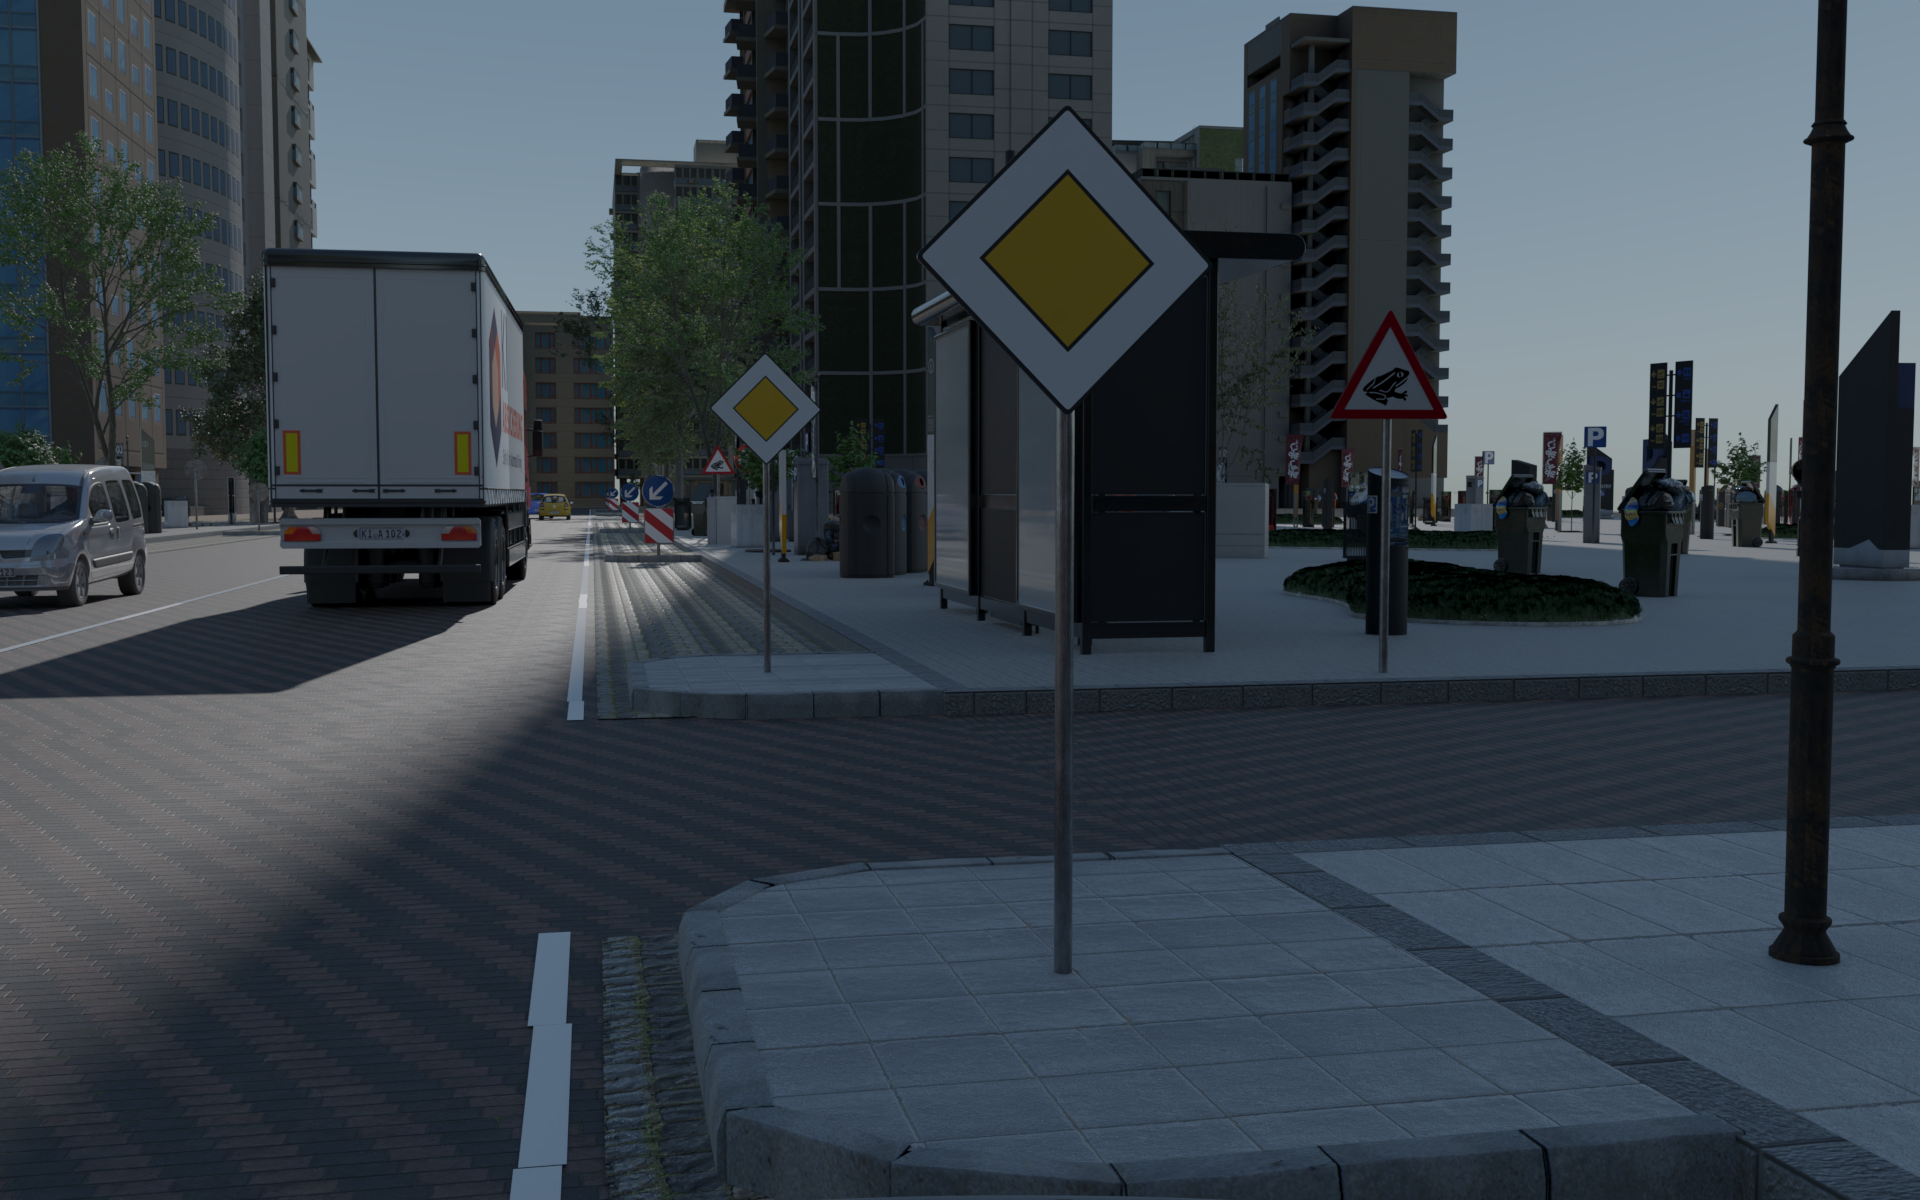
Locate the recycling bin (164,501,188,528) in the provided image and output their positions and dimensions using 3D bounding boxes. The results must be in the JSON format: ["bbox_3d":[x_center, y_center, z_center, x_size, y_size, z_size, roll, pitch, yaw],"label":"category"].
[{"bbox_3d":[-29.734,-3.250,65.695,0.722,1.027,0.722,-2,4,-34],"label":"recycling bin"}]

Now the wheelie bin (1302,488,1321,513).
[{"bbox_3d":[18.980,-5.239,93.567,0.980,1.594,0.693,0,4,7],"label":"wheelie bin"}]

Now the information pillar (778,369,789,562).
[{"bbox_3d":[-3.351,-2.529,32.698,0.183,3.616,0.504,-1,4,-12],"label":"information pillar"}]

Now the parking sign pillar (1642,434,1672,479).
[{"bbox_3d":[24.443,-4.421,60.756,1.447,3.967,1.447,0,4,-6],"label":"parking sign pillar"}]

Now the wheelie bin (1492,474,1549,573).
[{"bbox_3d":[9.099,-1.231,28.041,0.980,1.594,0.693,-3,5,-41],"label":"wheelie bin"}]

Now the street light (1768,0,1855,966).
[{"bbox_3d":[2.336,-1.947,4.615,0.468,5.910,1.993,-1,4,-12],"label":"street light"}]

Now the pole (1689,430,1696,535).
[{"bbox_3d":[23.195,-3.731,54.843,0.158,3.312,0.155,0,3,0],"label":"pole"}]

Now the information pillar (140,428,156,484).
[{"bbox_3d":[-28.970,-4.308,61.790,0.183,3.616,0.504,3,4,38],"label":"information pillar"}]

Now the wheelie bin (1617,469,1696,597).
[{"bbox_3d":[8.723,-0.848,21.769,0.693,1.594,0.980,3,5,43],"label":"wheelie bin"}]

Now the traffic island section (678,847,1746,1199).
[{"bbox_3d":[0.295,1.077,4.667,2.009,0.180,2.903,-1,4,-12],"label":"traffic island section"}]

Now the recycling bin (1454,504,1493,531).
[{"bbox_3d":[13.379,-1.994,45.154,0.722,1.027,0.722,-1,4,-18],"label":"recycling bin"}]

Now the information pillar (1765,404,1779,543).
[{"bbox_3d":[21.070,-3.278,44.952,0.504,3.616,0.183,-3,5,-44],"label":"information pillar"}]

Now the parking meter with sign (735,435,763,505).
[{"bbox_3d":[-5.146,-3.078,46.583,1.738,3.016,0.543,-1,4,-11],"label":"parking meter with sign"}]

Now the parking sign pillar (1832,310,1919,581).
[{"bbox_3d":[13.796,-2.304,26.139,1.447,3.967,1.447,0,4,-4],"label":"parking sign pillar"}]

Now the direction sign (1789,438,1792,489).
[{"bbox_3d":[33.477,-4.762,69.856,0.379,3.537,0.876,1,4,22],"label":"direction sign"}]

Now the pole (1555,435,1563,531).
[{"bbox_3d":[20.534,-4.007,59.352,0.158,3.312,0.155,0,3,0],"label":"pole"}]

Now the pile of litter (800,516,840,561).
[{"bbox_3d":[-2.297,-1.204,33.643,1.719,0.858,1.176,-1,4,-15],"label":"pile of litter"}]

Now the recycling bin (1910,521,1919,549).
[{"bbox_3d":[22.055,-1.718,40.638,0.722,1.027,0.722,1,4,12],"label":"recycling bin"}]

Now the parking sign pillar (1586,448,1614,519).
[{"bbox_3d":[32.813,-6.136,88.792,1.447,3.967,1.447,0,4,-2],"label":"parking sign pillar"}]

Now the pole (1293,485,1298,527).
[{"bbox_3d":[12.991,-4.471,66.949,0.158,3.312,0.155,0,3,0],"label":"pole"}]

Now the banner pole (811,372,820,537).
[{"bbox_3d":[-2.959,-2.772,35.336,0.401,3.779,0.863,0,4,6],"label":"banner pole"}]

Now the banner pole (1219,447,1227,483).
[{"bbox_3d":[12.162,-5.569,81.075,0.863,3.779,0.401,3,4,39],"label":"banner pole"}]

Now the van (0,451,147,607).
[{"bbox_3d":[-12.255,-0.991,23.211,2.013,2.044,4.112,-1,4,-11],"label":"van"}]

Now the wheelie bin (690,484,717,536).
[{"bbox_3d":[-7.826,-2.760,53.033,0.980,1.594,0.693,3,4,36],"label":"wheelie bin"}]

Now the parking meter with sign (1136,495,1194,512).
[{"bbox_3d":[3.824,-2.330,34.356,1.738,3.016,0.543,1,4,9],"label":"parking meter with sign"}]

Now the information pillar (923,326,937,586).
[{"bbox_3d":[-0.333,-2.000,24.061,0.183,3.616,0.504,-1,4,-23],"label":"information pillar"}]

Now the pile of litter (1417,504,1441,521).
[{"bbox_3d":[22.384,-4.212,82.829,1.719,0.858,1.176,0,4,7],"label":"pile of litter"}]

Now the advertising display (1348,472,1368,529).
[{"bbox_3d":[11.777,-2.781,50.682,0.123,1.923,0.974,-3,5,-40],"label":"advertising display"}]

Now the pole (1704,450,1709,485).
[{"bbox_3d":[34.312,-5.247,79.634,0.158,3.312,0.155,0,3,0],"label":"pole"}]

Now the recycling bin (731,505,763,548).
[{"bbox_3d":[-5.087,-1.780,41.655,0.722,1.027,0.722,-1,4,-20],"label":"recycling bin"}]

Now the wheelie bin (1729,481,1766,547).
[{"bbox_3d":[19.097,-2.088,42.040,0.693,1.594,0.980,0,4,4],"label":"wheelie bin"}]

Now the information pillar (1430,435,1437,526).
[{"bbox_3d":[18.902,-4.754,69.082,0.183,3.616,0.504,2,4,29],"label":"information pillar"}]

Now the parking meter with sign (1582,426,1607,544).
[{"bbox_3d":[16.594,-3.005,45.396,0.543,3.016,1.738,1,4,18],"label":"parking meter with sign"}]

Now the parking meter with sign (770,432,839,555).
[{"bbox_3d":[-3.116,-2.457,36.439,1.738,3.016,0.543,-1,4,-17],"label":"parking meter with sign"}]

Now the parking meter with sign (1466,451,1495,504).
[{"bbox_3d":[21.071,-4.562,70.846,0.543,3.016,1.738,-1,4,-20],"label":"parking meter with sign"}]

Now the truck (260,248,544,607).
[{"bbox_3d":[-7.785,-2.235,25.458,2.839,4.237,11.283,-1,4,-11],"label":"truck"}]

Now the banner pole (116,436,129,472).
[{"bbox_3d":[-35.966,-5.161,74.393,0.401,3.779,0.863,3,5,45],"label":"banner pole"}]

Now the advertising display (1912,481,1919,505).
[{"bbox_3d":[46.388,-4.788,83.490,0.974,1.923,0.123,0,4,-6],"label":"advertising display"}]

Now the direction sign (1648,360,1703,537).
[{"bbox_3d":[12.174,-2.308,29.739,0.379,3.537,0.876,-2,4,-27],"label":"direction sign"}]

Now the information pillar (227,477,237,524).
[{"bbox_3d":[-31.335,-4.284,74.533,0.304,2.012,0.304,-1,4,-16],"label":"information pillar"}]

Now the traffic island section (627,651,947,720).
[{"bbox_3d":[-1.366,0.600,12.478,2.009,0.180,2.903,-1,4,-12],"label":"traffic island section"}]

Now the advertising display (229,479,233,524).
[{"bbox_3d":[-30.919,-4.173,73.444,0.123,1.923,0.974,-1,4,-23],"label":"advertising display"}]

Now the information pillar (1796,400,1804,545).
[{"bbox_3d":[21.053,-3.154,42.915,0.183,3.616,0.504,-1,4,-21],"label":"information pillar"}]
